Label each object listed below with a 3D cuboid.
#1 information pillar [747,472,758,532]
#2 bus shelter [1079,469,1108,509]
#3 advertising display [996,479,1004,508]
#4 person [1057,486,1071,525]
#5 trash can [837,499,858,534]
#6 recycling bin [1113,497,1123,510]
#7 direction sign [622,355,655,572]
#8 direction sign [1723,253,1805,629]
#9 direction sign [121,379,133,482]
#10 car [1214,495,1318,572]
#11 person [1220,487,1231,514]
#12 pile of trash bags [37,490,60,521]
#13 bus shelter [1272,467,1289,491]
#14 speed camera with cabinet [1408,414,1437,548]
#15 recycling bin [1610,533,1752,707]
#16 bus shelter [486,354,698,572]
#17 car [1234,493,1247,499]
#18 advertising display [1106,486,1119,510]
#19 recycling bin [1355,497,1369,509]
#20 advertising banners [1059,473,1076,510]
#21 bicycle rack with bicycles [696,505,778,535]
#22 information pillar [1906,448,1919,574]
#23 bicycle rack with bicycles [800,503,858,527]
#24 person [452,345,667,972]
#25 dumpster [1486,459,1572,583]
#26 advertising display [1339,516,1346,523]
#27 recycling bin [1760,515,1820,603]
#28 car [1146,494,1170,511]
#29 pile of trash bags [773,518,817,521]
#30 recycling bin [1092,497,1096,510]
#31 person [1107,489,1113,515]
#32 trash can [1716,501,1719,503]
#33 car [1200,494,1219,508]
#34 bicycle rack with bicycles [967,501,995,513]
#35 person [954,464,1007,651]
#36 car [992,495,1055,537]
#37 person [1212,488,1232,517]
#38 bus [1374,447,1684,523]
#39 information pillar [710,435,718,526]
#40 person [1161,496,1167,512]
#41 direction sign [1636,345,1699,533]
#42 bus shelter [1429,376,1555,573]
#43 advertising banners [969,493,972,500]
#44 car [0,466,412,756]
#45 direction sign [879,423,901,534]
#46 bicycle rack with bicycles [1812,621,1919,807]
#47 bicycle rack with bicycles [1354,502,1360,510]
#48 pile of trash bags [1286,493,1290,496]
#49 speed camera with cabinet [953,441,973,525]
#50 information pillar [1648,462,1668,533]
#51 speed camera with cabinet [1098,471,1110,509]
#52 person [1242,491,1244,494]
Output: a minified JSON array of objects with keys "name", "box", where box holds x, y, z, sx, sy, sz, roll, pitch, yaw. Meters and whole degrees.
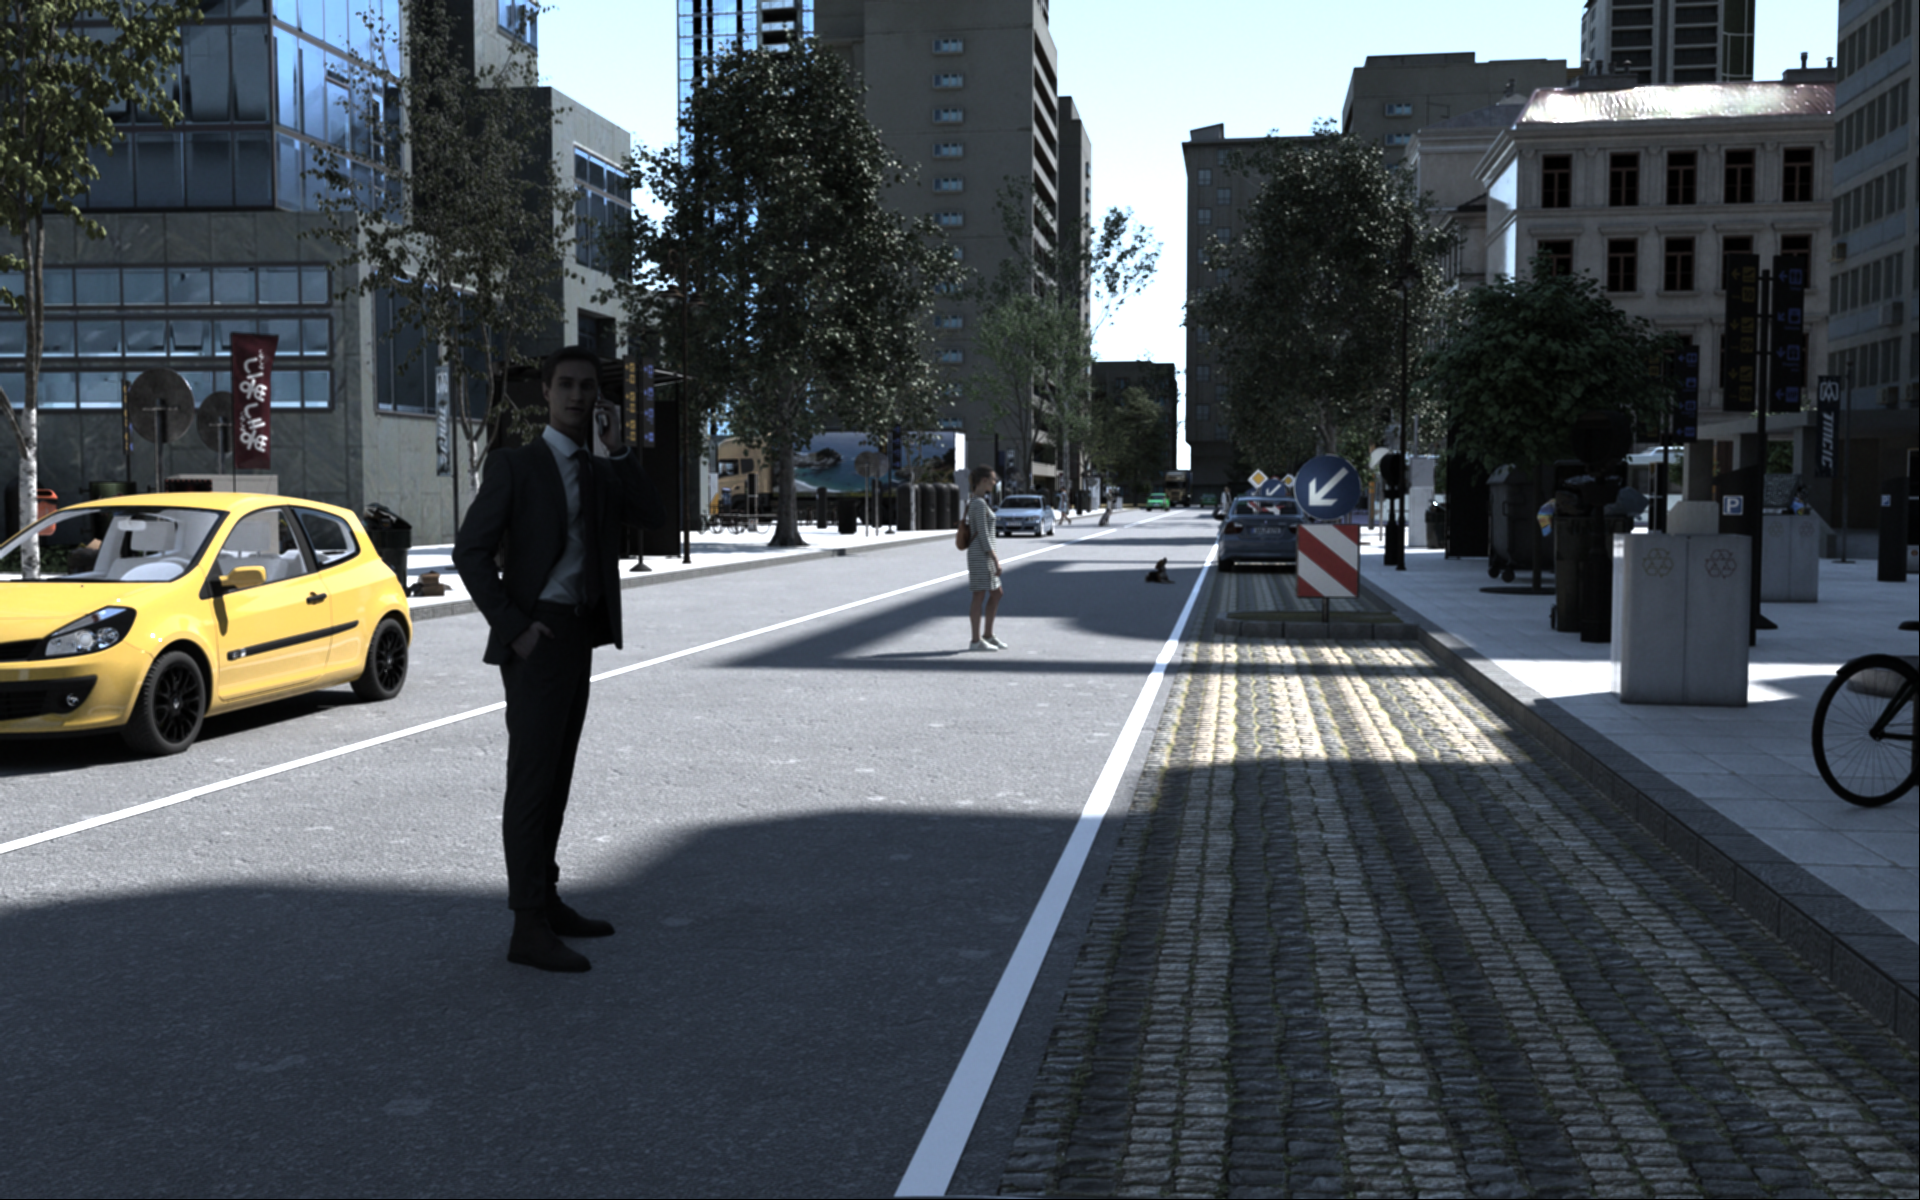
[{"name":"information pillar","box":[-7.055,-3.329,58.920,0.304,2.012,0.304,0,4,4]},{"name":"bus shelter","box":[11.118,-9.183,144.069,2.014,3.302,5.546,1,4,9]},{"name":"advertising display","box":[1.760,-4.350,76.341,0.123,1.923,0.974,-1,4,-13]},{"name":"person","box":[4.850,-4.388,80.344,0.778,1.811,0.616,2,4,35]},{"name":"trash can","box":[-3.612,-2.684,55.541,0.748,1.137,0.748,0,3,0]},{"name":"recycling bin","box":[12.990,-7.999,143.339,0.722,1.027,0.722,-1,4,-18]},{"name":"direction sign","box":[-5.293,-2.239,28.612,0.379,3.537,0.876,1,4,23]},{"name":"direction sign","box":[7.628,-1.498,16.493,0.876,3.537,0.379,-1,4,-17]},{"name":"direction sign","box":[-16.571,-2.601,34.528,0.379,3.537,0.876,-1,4,-16]},{"name":"car","box":[5.825,-1.280,32.933,2.014,1.417,4.499,1,4,10]},{"name":"person","box":[15.317,-5.604,100.004,0.514,1.842,0.818,-3,5,-43]},{"name":"pile of trash bags","box":[-19.602,-1.489,34.092,3.447,1.369,1.912,-3,5,-43]},{"name":"bus shelter","box":[25.310,-8.946,137.556,1.731,3.624,6.357,1,4,9]},{"name":"speed camera with cabinet","box":[11.282,-2.930,42.234,0.660,3.252,2.038,1,4,16]},{"name":"recycling bin","box":[4.483,0.107,10.809,0.722,1.027,0.722,1,4,15]},{"name":"bus shelter","box":[-6.559,-2.467,31.619,1.731,3.624,6.357,1,4,9]},{"name":"car","box":[27.437,-9.677,167.022,1.959,1.807,4.718,1,4,9]},{"name":"advertising display","box":[12.052,-8.124,138.038,0.974,1.923,0.123,3,5,41]},{"name":"recycling bin","box":[34.191,-8.223,146.992,0.722,1.027,0.722,-2,4,-25]},{"name":"advertising banners","box":[9.059,-9.005,143.412,2.074,3.025,0.090,-2,4,-28]},{"name":"bicycle rack with bicycles","box":[-7.292,-2.590,55.736,2.852,0.926,2.925,3,5,43]},{"name":"information pillar","box":[15.436,-1.435,27.946,0.304,2.012,0.304,2,4,32]},{"name":"bicycle rack with bicycles","box":[-5.332,-3.403,69.015,2.852,0.926,2.925,0,4,-4]},{"name":"person","box":[-1.238,0.145,5.490,0.474,1.900,0.648,1,4,21]},{"name":"dumpster","box":[8.553,-1.216,25.636,1.264,1.857,1.865,1,4,9]},{"name":"advertising display","box":[14.235,-3.680,65.374,0.123,1.923,0.974,-3,4,-36]},{"name":"recycling bin","box":[9.806,-0.505,20.806,0.722,1.027,0.722,0,4,1]},{"name":"car","box":[16.647,-8.362,145.509,1.959,1.807,4.718,1,4,10]},{"name":"pile of trash bags","box":[-7.583,-4.539,83.967,1.912,1.369,3.447,2,4,31]},{"name":"recycling bin","box":[10.417,-7.713,138.654,0.722,1.027,0.722,-1,4,-18]},{"name":"person","box":[10.346,-6.747,119.366,0.362,1.759,0.519,2,4,26]},{"name":"trash can","box":[15.859,-1.455,35.436,0.748,1.137,0.748,0,3,0]},{"name":"car","box":[26.254,-10.618,182.407,1.959,1.807,4.718,1,4,9]},{"name":"bicycle rack with bicycles","box":[1.413,-4.738,90.847,2.925,0.926,2.852,1,4,23]},{"name":"person","box":[0.204,-0.386,15.807,0.522,1.701,0.512,0,4,-7]},{"name":"car","box":[2.161,-2.862,58.802,2.014,1.417,4.499,1,4,11]},{"name":"person","box":[16.634,-6.163,109.474,1.509,1.804,0.699,-1,4,-15]},{"name":"bus","box":[22.339,-4.548,69.220,13.247,3.499,2.948,1,4,10]},{"name":"information pillar","box":[-9.753,-4.726,68.617,0.183,3.616,0.504,-3,5,-39]},{"name":"person","box":[16.490,-7.780,139.950,0.590,1.304,0.306,-3,4,-36]},{"name":"direction sign","box":[10.801,-2.111,26.510,0.876,3.537,0.379,1,4,12]},{"name":"bus shelter","box":[9.609,-2.434,31.084,1.731,3.624,6.357,1,4,9]},{"name":"advertising banners","box":[0.136,-9.326,148.675,2.074,3.025,0.090,0,4,-2]},{"name":"car","box":[-4.973,-0.035,10.790,2.015,1.641,3.980,0,4,8]},{"name":"direction sign","box":[-2.245,-3.882,55.465,0.876,3.537,0.379,2,4,34]},{"name":"bicycle rack with bicycles","box":[4.896,0.401,6.829,2.925,0.926,2.852,0,4,4]},{"name":"bicycle rack with bicycles","box":[31.514,-7.739,139.910,2.852,0.926,2.925,-3,5,-41]},{"name":"pile of trash bags","box":[20.696,-6.055,108.744,1.912,1.369,3.447,0,4,6]},{"name":"speed camera with cabinet","box":[-0.028,-4.341,65.307,0.660,3.252,2.038,0,4,-5]},{"name":"information pillar","box":[16.039,-2.160,39.812,0.304,2.012,0.304,0,4,-7]},{"name":"speed camera with cabinet","box":[11.821,-9.351,147.217,2.038,3.252,0.660,1,4,13]},{"name":"person","box":[31.296,-11.131,191.206,0.721,1.735,1.217,2,4,25]}]
